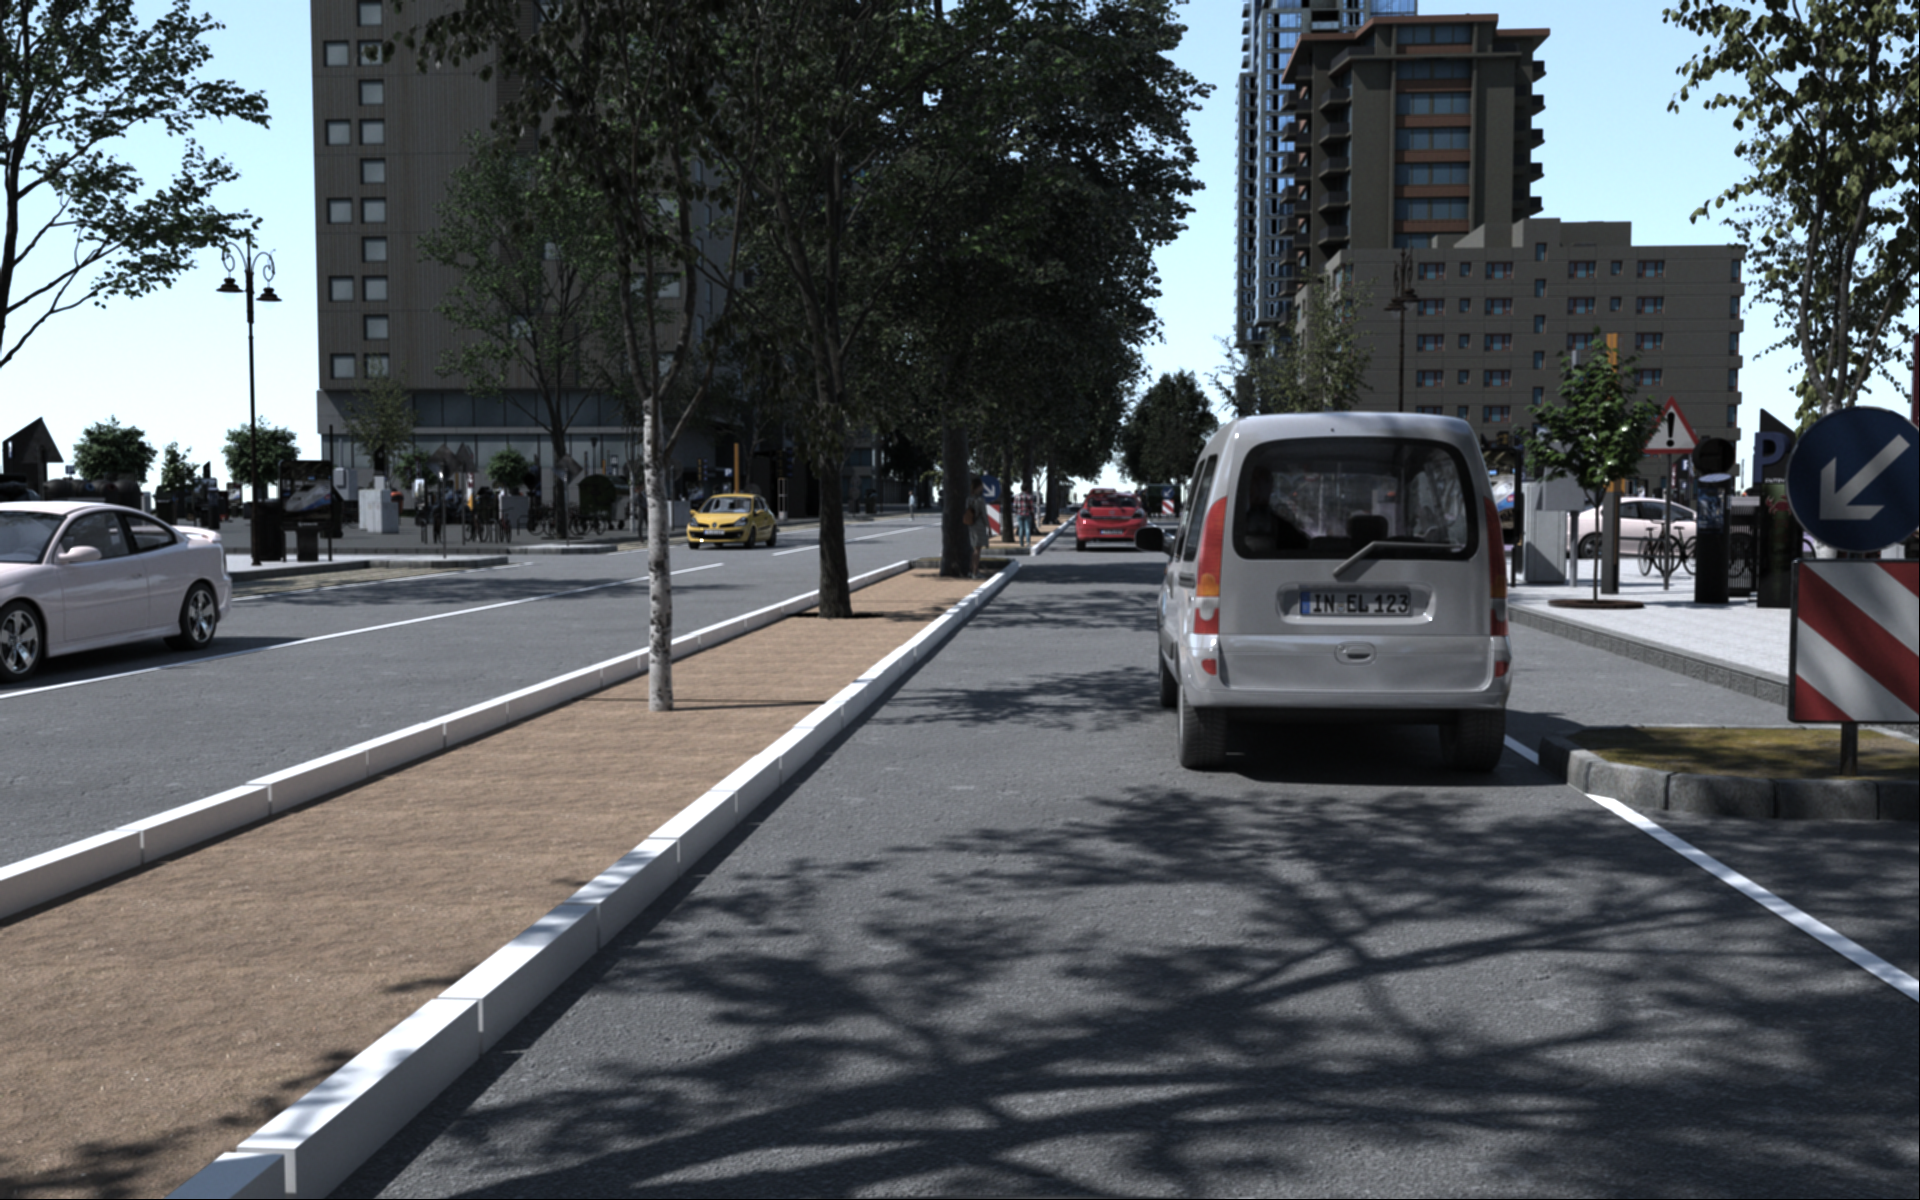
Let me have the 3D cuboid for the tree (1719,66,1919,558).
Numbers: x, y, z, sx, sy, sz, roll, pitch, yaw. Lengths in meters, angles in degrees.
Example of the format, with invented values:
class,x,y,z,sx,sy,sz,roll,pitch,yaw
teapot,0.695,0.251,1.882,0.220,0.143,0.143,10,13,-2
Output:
class,x,y,z,sx,sy,sz,roll,pitch,yaw
tree,15.467,-4.901,30.491,4.360,8.622,3.978,0,3,0

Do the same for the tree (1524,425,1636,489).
class,x,y,z,sx,sy,sz,roll,pitch,yaw
tree,24.475,-5.285,70.122,4.285,4.588,4.351,0,3,0

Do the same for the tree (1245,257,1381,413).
class,x,y,z,sx,sy,sz,roll,pitch,yaw
tree,11.294,-6.361,54.370,4.737,8.622,4.395,0,3,0

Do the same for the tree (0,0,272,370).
class,x,y,z,sx,sy,sz,roll,pitch,yaw
tree,-13.405,-5.970,23.366,9.928,11.665,9.643,0,3,0

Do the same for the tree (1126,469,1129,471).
class,x,y,z,sx,sy,sz,roll,pitch,yaw
tree,27.837,-19.586,270.599,4.360,8.622,3.978,0,3,0

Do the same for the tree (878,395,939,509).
class,x,y,z,sx,sy,sz,roll,pitch,yaw
tree,-3.296,-13.090,148.431,8.767,10.594,7.601,1,4,16

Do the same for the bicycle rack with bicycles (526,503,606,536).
class,x,y,z,sx,sy,sz,roll,pitch,yaw
bicycle rack with bicycles,-12.331,-2.488,54.063,2.852,0.926,2.925,3,5,45

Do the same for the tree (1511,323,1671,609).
class,x,y,z,sx,sy,sz,roll,pitch,yaw
tree,7.130,-1.537,19.736,1.663,3.219,1.824,0,3,0

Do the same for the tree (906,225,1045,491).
class,x,y,z,sx,sy,sz,roll,pitch,yaw
tree,0.593,-5.520,43.074,4.737,8.622,4.395,0,3,0

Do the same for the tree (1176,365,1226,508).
class,x,y,z,sx,sy,sz,roll,pitch,yaw
tree,19.475,-14.512,154.286,9.611,12.733,9.660,0,3,0

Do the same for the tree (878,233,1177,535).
class,x,y,z,sx,sy,sz,roll,pitch,yaw
tree,2.355,-8.604,60.132,9.611,12.733,9.660,0,3,0

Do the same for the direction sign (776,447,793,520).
class,x,y,z,sx,sy,sz,roll,pitch,yaw
direction sign,-8.552,-5.653,84.418,0.876,3.537,0.379,-2,4,-32

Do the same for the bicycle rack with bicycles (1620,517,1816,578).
class,x,y,z,sx,sy,sz,roll,pitch,yaw
bicycle rack with bicycles,11.379,-0.822,26.828,2.852,0.926,2.925,0,4,-5

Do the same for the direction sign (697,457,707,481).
class,x,y,z,sx,sy,sz,roll,pitch,yaw
direction sign,-15.936,-7.047,107.209,0.876,3.537,0.379,3,5,40

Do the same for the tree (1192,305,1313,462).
class,x,y,z,sx,sy,sz,roll,pitch,yaw
tree,11.761,-7.215,68.325,4.360,8.622,3.978,0,3,0

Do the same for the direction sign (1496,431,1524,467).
class,x,y,z,sx,sy,sz,roll,pitch,yaw
direction sign,19.781,-4.296,62.235,0.876,3.537,0.379,1,4,12

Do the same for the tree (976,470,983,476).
class,x,y,z,sx,sy,sz,roll,pitch,yaw
tree,2.012,-14.300,217.518,4.285,4.588,4.351,0,3,0

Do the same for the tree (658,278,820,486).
class,x,y,z,sx,sy,sz,roll,pitch,yaw
tree,-9.356,-8.637,75.628,8.767,10.594,7.601,0,4,-4

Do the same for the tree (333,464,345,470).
class,x,y,z,sx,sy,sz,roll,pitch,yaw
tree,-36.863,-6.571,102.043,1.663,3.219,1.824,0,3,0

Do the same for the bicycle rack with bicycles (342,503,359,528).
class,x,y,z,sx,sy,sz,roll,pitch,yaw
bicycle rack with bicycles,-23.140,-3.164,65.107,2.925,0.926,2.852,-3,4,-39

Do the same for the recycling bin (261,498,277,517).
class,x,y,z,sx,sy,sz,roll,pitch,yaw
recycling bin,-40.924,-5.539,103.121,0.722,1.027,0.722,2,4,33

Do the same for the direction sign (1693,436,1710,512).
class,x,y,z,sx,sy,sz,roll,pitch,yaw
direction sign,28.707,-4.610,67.362,0.379,3.537,0.876,-3,4,-37

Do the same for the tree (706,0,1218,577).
class,x,y,z,sx,sy,sz,roll,pitch,yaw
tree,-0.013,-7.371,29.621,9.857,13.997,8.962,0,3,0

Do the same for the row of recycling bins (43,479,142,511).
class,x,y,z,sx,sy,sz,roll,pitch,yaw
row of recycling bins,-24.128,-2.506,48.089,1.069,1.692,3.534,1,4,11

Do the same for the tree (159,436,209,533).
class,x,y,z,sx,sy,sz,roll,pitch,yaw
tree,-26.249,-3.866,57.815,1.663,3.219,1.824,0,3,0

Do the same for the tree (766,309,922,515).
class,x,y,z,sx,sy,sz,roll,pitch,yaw
tree,-7.412,-12.054,107.446,12.009,13.543,11.850,0,3,0

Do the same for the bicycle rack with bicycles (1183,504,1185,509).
class,x,y,z,sx,sy,sz,roll,pitch,yaw
bicycle rack with bicycles,15.925,-6.059,112.439,2.852,0.926,2.925,3,5,41

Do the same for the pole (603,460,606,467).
class,x,y,z,sx,sy,sz,roll,pitch,yaw
pole,-21.210,-6.696,103.315,0.158,3.312,0.155,0,3,0

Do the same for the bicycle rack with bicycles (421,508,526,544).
class,x,y,z,sx,sy,sz,roll,pitch,yaw
bicycle rack with bicycles,-13.139,-1.986,45.856,2.852,0.926,2.925,-1,4,-19

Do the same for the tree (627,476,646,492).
class,x,y,z,sx,sy,sz,roll,pitch,yaw
tree,-21.007,-7.206,112.415,1.663,3.219,1.824,0,3,0

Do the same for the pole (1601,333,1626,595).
class,x,y,z,sx,sy,sz,roll,pitch,yaw
pole,8.326,-1.728,22.095,0.158,3.312,0.155,0,3,0

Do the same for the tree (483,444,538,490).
class,x,y,z,sx,sy,sz,roll,pitch,yaw
tree,-28.966,-7.789,111.061,4.285,4.588,4.351,0,3,0

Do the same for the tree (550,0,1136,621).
class,x,y,z,sx,sy,sz,roll,pitch,yaw
tree,-1.547,-5.602,19.811,9.928,11.665,9.643,0,3,0

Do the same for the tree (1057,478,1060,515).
class,x,y,z,sx,sy,sz,roll,pitch,yaw
tree,6.327,-10.782,113.158,8.767,10.594,7.601,0,4,5

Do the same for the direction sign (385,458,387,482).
class,x,y,z,sx,sy,sz,roll,pitch,yaw
direction sign,-36.021,-7.100,108.078,0.876,3.537,0.379,2,4,34

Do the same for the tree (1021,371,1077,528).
class,x,y,z,sx,sy,sz,roll,pitch,yaw
tree,3.343,-7.363,73.209,4.360,8.622,3.978,0,3,0

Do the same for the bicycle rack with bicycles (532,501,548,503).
class,x,y,z,sx,sy,sz,roll,pitch,yaw
bicycle rack with bicycles,-16.170,-3.425,69.381,2.852,0.926,2.925,-1,4,-10

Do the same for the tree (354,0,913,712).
class,x,y,z,sx,sy,sz,roll,pitch,yaw
tree,-1.971,-3.552,10.900,4.360,8.622,3.978,0,3,0

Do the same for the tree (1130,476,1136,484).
class,x,y,z,sx,sy,sz,roll,pitch,yaw
tree,20.964,-14.497,187.392,4.360,8.622,3.978,0,3,0

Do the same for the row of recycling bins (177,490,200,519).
class,x,y,z,sx,sy,sz,roll,pitch,yaw
row of recycling bins,-41.329,-5.203,92.177,1.069,1.692,3.534,0,4,-6

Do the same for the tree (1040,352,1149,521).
class,x,y,z,sx,sy,sz,roll,pitch,yaw
tree,4.888,-11.014,92.901,12.009,13.543,11.850,0,3,0

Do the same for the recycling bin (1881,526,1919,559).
class,x,y,z,sx,sy,sz,roll,pitch,yaw
recycling bin,13.449,-0.757,24.933,0.722,1.027,0.722,1,4,20

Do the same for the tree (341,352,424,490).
class,x,y,z,sx,sy,sz,roll,pitch,yaw
tree,-29.306,-8.454,88.582,4.737,8.622,4.395,0,3,0

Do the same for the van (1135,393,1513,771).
class,x,y,z,sx,sy,sz,roll,pitch,yaw
van,2.070,-0.205,10.366,2.013,2.044,4.112,0,4,4

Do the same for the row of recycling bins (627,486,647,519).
class,x,y,z,sx,sy,sz,roll,pitch,yaw
row of recycling bins,-17.491,-5.105,90.581,3.534,1.692,1.069,-1,4,-9

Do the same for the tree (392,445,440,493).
class,x,y,z,sx,sy,sz,roll,pitch,yaw
tree,-36.379,-8.111,116.327,4.285,4.588,4.351,0,3,0

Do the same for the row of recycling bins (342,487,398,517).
class,x,y,z,sx,sy,sz,roll,pitch,yaw
row of recycling bins,-33.192,-5.497,96.984,3.534,1.692,1.069,-3,5,-42

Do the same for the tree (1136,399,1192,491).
class,x,y,z,sx,sy,sz,roll,pitch,yaw
tree,16.583,-11.207,133.589,4.360,8.622,3.978,0,3,0

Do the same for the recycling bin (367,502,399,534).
class,x,y,z,sx,sy,sz,roll,pitch,yaw
recycling bin,-18.664,-2.658,56.020,0.722,1.027,0.722,2,4,30

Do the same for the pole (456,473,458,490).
class,x,y,z,sx,sy,sz,roll,pitch,yaw
pole,-32.769,-7.279,112.860,0.158,3.312,0.155,0,3,0

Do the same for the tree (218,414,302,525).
class,x,y,z,sx,sy,sz,roll,pitch,yaw
tree,-28.792,-5.356,71.285,4.285,4.588,4.351,0,3,0

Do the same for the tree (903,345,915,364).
class,x,y,z,sx,sy,sz,roll,pitch,yaw
tree,0.369,-19.629,176.823,12.611,20.169,13.585,0,3,0

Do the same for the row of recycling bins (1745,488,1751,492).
class,x,y,z,sx,sy,sz,roll,pitch,yaw
row of recycling bins,50.011,-6.158,107.794,1.069,1.692,3.534,0,4,-7

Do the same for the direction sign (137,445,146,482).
class,x,y,z,sx,sy,sz,roll,pitch,yaw
direction sign,-35.753,-5.084,75.113,0.876,3.537,0.379,0,4,-2

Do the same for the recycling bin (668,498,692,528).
class,x,y,z,sx,sy,sz,roll,pitch,yaw
recycling bin,-10.720,-3.271,66.038,0.722,1.027,0.722,-2,4,-29

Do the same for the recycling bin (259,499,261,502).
class,x,y,z,sx,sy,sz,roll,pitch,yaw
recycling bin,-48.113,-6.546,119.580,0.722,1.027,0.722,-2,4,-35

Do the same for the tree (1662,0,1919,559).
class,x,y,z,sx,sy,sz,roll,pitch,yaw
tree,7.531,-3.912,14.325,4.737,8.622,4.395,0,3,0

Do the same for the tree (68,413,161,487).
class,x,y,z,sx,sy,sz,roll,pitch,yaw
tree,-34.447,-5.311,70.554,4.285,4.588,4.351,0,3,0

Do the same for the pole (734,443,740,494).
class,x,y,z,sx,sy,sz,roll,pitch,yaw
pole,-8.951,-4.629,69.531,0.158,3.312,0.155,0,3,0
